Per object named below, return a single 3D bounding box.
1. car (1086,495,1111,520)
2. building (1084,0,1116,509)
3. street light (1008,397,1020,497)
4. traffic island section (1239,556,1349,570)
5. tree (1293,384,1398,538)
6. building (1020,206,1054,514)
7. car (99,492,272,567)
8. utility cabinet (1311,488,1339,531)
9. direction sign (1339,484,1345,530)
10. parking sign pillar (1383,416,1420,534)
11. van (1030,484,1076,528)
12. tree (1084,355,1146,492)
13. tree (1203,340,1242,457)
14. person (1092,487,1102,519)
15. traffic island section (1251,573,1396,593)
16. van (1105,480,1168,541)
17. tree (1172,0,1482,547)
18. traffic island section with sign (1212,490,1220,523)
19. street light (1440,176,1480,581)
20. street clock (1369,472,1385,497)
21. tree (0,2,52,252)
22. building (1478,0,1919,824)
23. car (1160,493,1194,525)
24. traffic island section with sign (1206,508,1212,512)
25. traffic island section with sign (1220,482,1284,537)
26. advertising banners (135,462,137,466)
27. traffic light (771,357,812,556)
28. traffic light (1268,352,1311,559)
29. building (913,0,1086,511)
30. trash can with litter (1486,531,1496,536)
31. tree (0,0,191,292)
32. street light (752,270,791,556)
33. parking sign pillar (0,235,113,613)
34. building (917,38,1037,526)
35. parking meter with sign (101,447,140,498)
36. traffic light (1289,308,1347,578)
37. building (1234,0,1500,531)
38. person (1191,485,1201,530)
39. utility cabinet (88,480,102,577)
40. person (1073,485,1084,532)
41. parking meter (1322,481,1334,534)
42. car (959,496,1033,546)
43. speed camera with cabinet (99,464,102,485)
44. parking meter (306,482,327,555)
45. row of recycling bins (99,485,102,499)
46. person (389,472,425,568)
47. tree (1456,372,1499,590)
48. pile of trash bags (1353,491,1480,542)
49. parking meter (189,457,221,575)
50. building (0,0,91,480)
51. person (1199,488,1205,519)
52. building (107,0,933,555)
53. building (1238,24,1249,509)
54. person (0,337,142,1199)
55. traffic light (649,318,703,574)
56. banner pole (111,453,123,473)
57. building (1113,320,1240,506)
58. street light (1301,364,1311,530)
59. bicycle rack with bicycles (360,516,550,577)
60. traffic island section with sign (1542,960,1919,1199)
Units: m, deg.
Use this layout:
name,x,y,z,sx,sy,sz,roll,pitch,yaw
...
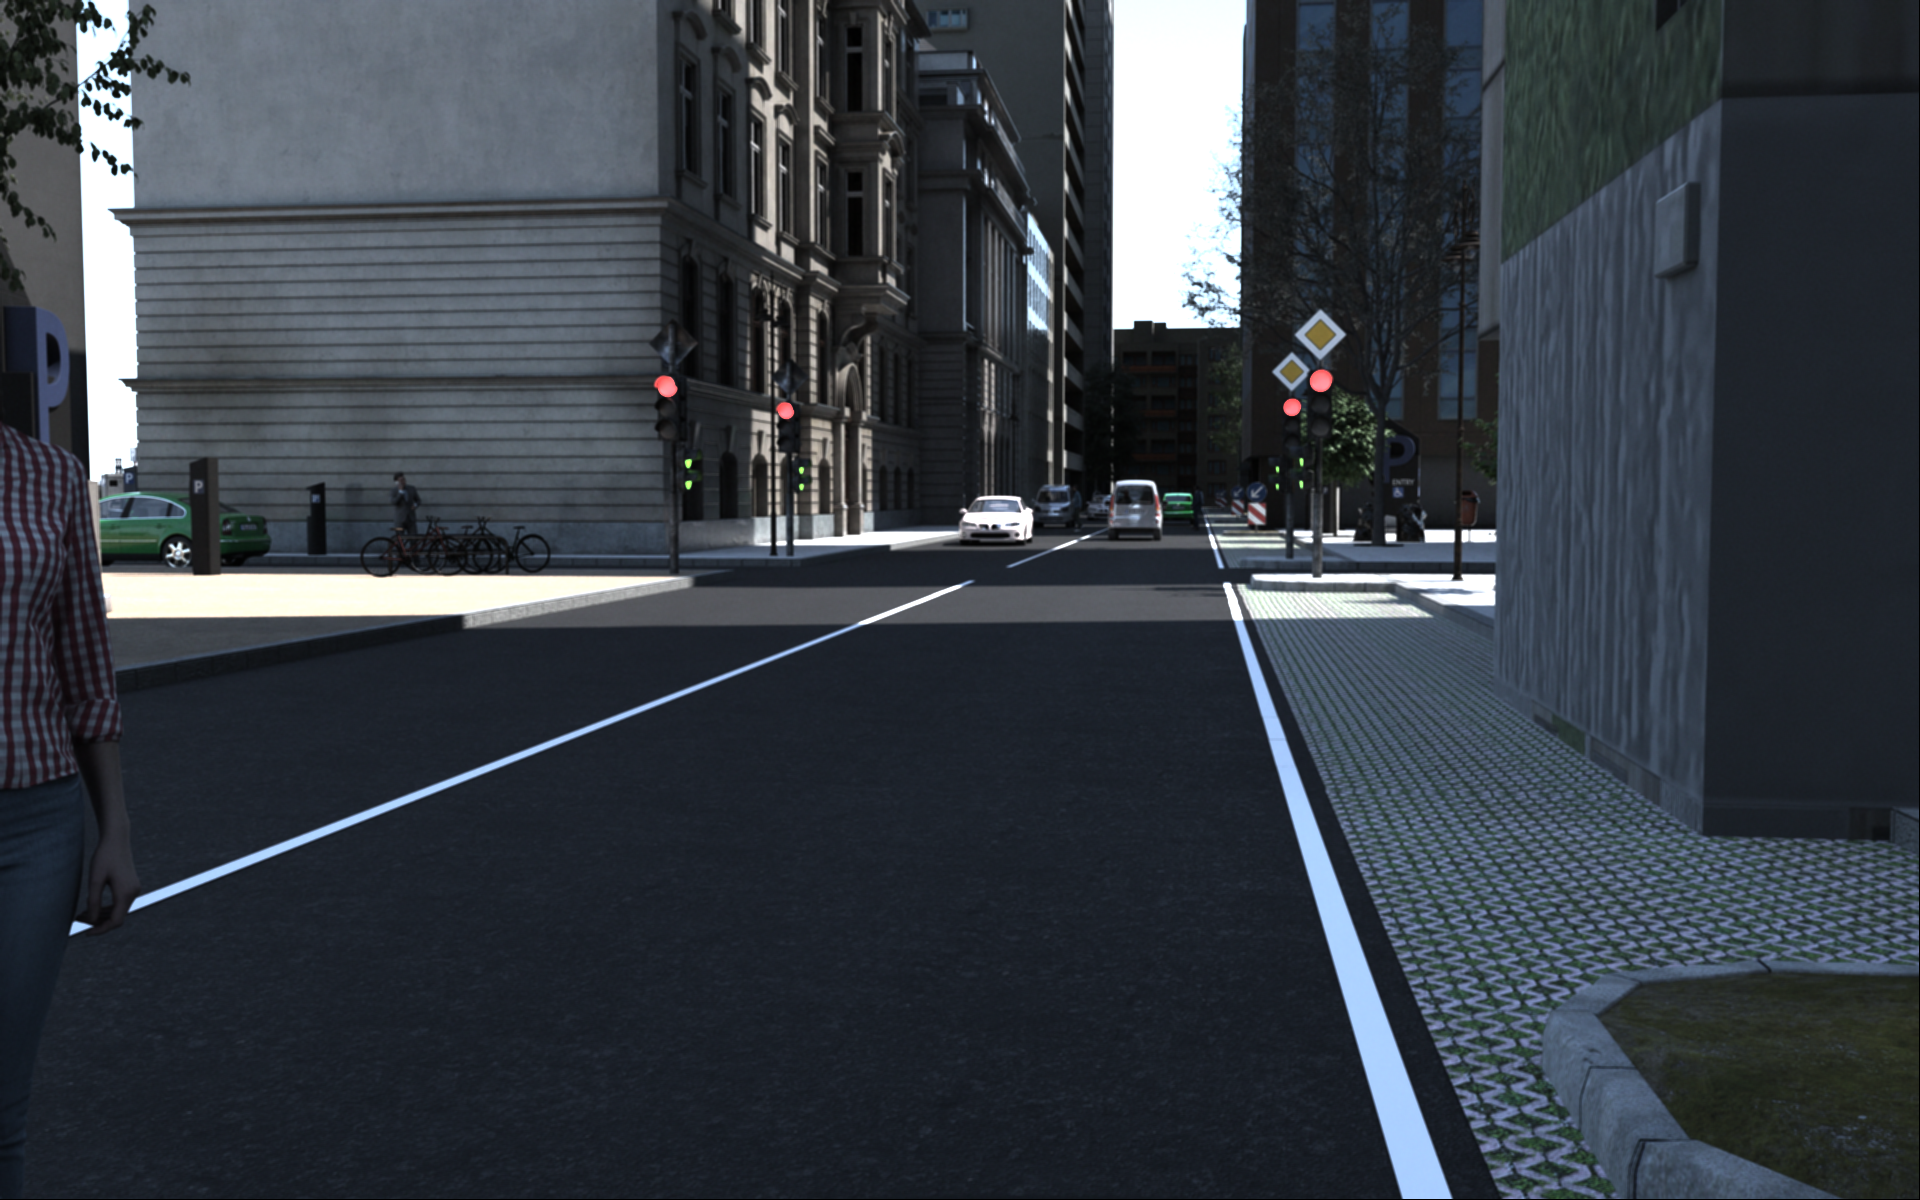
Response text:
name,x,y,z,sx,sy,sz,roll,pitch,yaw
car,8.027,-5.100,95.751,2.083,1.381,4.827,0,4,7
building,5.007,-45.124,176.022,20.611,71.187,20.563,0,4,8
street light,2.565,-6.722,82.699,0.468,5.910,1.993,0,4,8
traffic island section,6.567,-0.741,34.395,2.009,0.180,2.903,0,4,8
tree,11.306,-4.157,51.676,4.285,4.588,4.351,0,3,0
building,-0.350,-15.149,102.438,10.420,20.320,16.860,0,4,8
car,-15.457,-1.457,32.616,4.718,1.807,1.959,1,4,9
utility cabinet,12.592,-3.126,59.787,1.173,1.500,0.318,-3,5,-40
direction sign,13.451,-4.231,61.181,0.876,3.537,0.379,-1,4,-13
parking sign pillar,14.334,-4.165,56.565,1.447,3.967,1.447,1,4,20
van,4.093,-4.152,74.902,2.013,2.044,4.112,0,4,8
tree,12.626,-15.489,159.906,9.857,13.997,8.962,0,3,0
tree,19.975,-11.558,114.734,9.928,11.665,9.643,0,3,0
person,7.995,-5.615,100.399,0.679,1.850,0.850,2,4,30
traffic island section,5.482,-0.257,26.484,2.009,0.180,2.903,0,4,8
van,5.567,-2.925,54.829,2.013,2.044,4.112,0,4,7
tree,10.302,-8.073,42.368,12.009,13.543,11.850,0,3,0
traffic island section with sign,13.577,-4.700,85.473,1.989,1.847,2.006,0,4,8
street light,7.398,-3.229,25.579,0.468,5.910,1.993,0,4,8
street clock,12.944,-3.014,53.848,0.471,2.002,0.358,1,4,16
tree,-13.307,-4.337,21.279,4.360,8.622,3.978,0,3,0
building,10.967,-20.071,11.759,14.154,41.232,14.086,0,4,8
car,10.112,-4.386,80.514,1.959,1.807,4.718,0,4,6
traffic island section with sign,20.431,-7.756,135.440,1.989,1.847,2.006,0,4,8
traffic island section with sign,9.932,-3.066,58.764,1.989,1.847,2.006,0,4,8
advertising banners,-40.284,-5.379,84.129,0.090,3.025,2.074,0,4,-7
traffic light,-3.491,-2.857,35.639,0.839,4.253,0.868,0,4,8
traffic light,6.529,-2.775,34.287,0.839,4.253,0.868,0,4,8
building,-2.510,-30.468,121.857,21.300,48.544,21.600,0,4,8
trash can with litter,16.955,-2.618,53.860,1.678,1.210,2.233,3,5,45
tree,-7.781,-3.784,12.228,4.737,8.622,4.395,0,3,0
street light,-3.885,-3.862,35.940,0.468,5.910,1.993,0,4,8
parking sign pillar,-9.886,-1.834,18.451,1.447,3.967,1.447,-1,4,-11
building,-4.109,-14.690,81.979,13.314,21.916,24.055,0,4,8
parking meter with sign,-31.128,-4.119,63.599,0.543,3.016,1.738,3,5,39
traffic light,5.444,-2.291,26.375,0.839,4.253,0.868,0,4,8
building,18.521,-25.601,68.692,14.600,45.320,14.200,0,4,8
person,9.518,-3.735,69.754,0.419,1.800,0.721,0,4,1
utility cabinet,-12.950,-1.045,25.766,0.318,1.500,1.173,-2,4,-27
person,4.508,-3.499,66.047,0.444,1.785,0.601,0,4,6
parking meter,11.915,-3.082,56.098,0.255,1.863,0.399,-2,4,-33
car,1.082,-2.290,49.804,2.083,1.381,4.827,0,4,6
speed camera with cabinet,-55.953,-7.288,113.496,0.660,3.252,2.038,-2,4,-34
parking meter,-13.540,-1.714,36.433,0.372,1.533,0.369,0,3,0
row of recycling bins,-38.095,-4.108,74.279,1.069,1.692,3.534,2,4,32
person,-10.372,-1.482,32.542,0.655,1.846,0.447,-3,4,-36
tree,7.677,-1.742,23.090,1.663,3.219,1.824,0,3,0
pile of trash bags,12.299,-2.267,46.811,3.447,1.369,1.912,2,4,31
parking meter,-11.946,-1.326,27.398,0.399,1.863,0.255,1,4,21
building,-39.245,-15.489,46.757,24.014,27.812,14.314,0,4,8
person,14.054,-5.643,101.023,0.793,1.790,0.793,3,5,44
building,-8.979,-14.304,52.952,14.460,24.649,34.723,0,4,8
building,31.970,-28.766,153.912,14.154,41.232,14.086,0,4,8
person,-1.484,0.368,2.499,0.388,1.821,0.555,2,4,34
traffic light,-4.576,-2.374,27.728,0.839,4.253,0.868,0,4,8
banner pole,-51.129,-7.031,104.971,0.401,3.779,0.863,3,5,39
building,22.764,-22.113,206.580,28.899,21.520,27.650,0,4,8
street light,12.362,-5.429,61.547,0.468,5.910,1.993,0,4,8
bicycle rack with bicycles,-8.124,-0.894,27.994,2.925,0.926,2.852,-1,4,-18
traffic island section with sign,2.371,0.302,3.688,1.989,1.847,2.006,0,4,8
